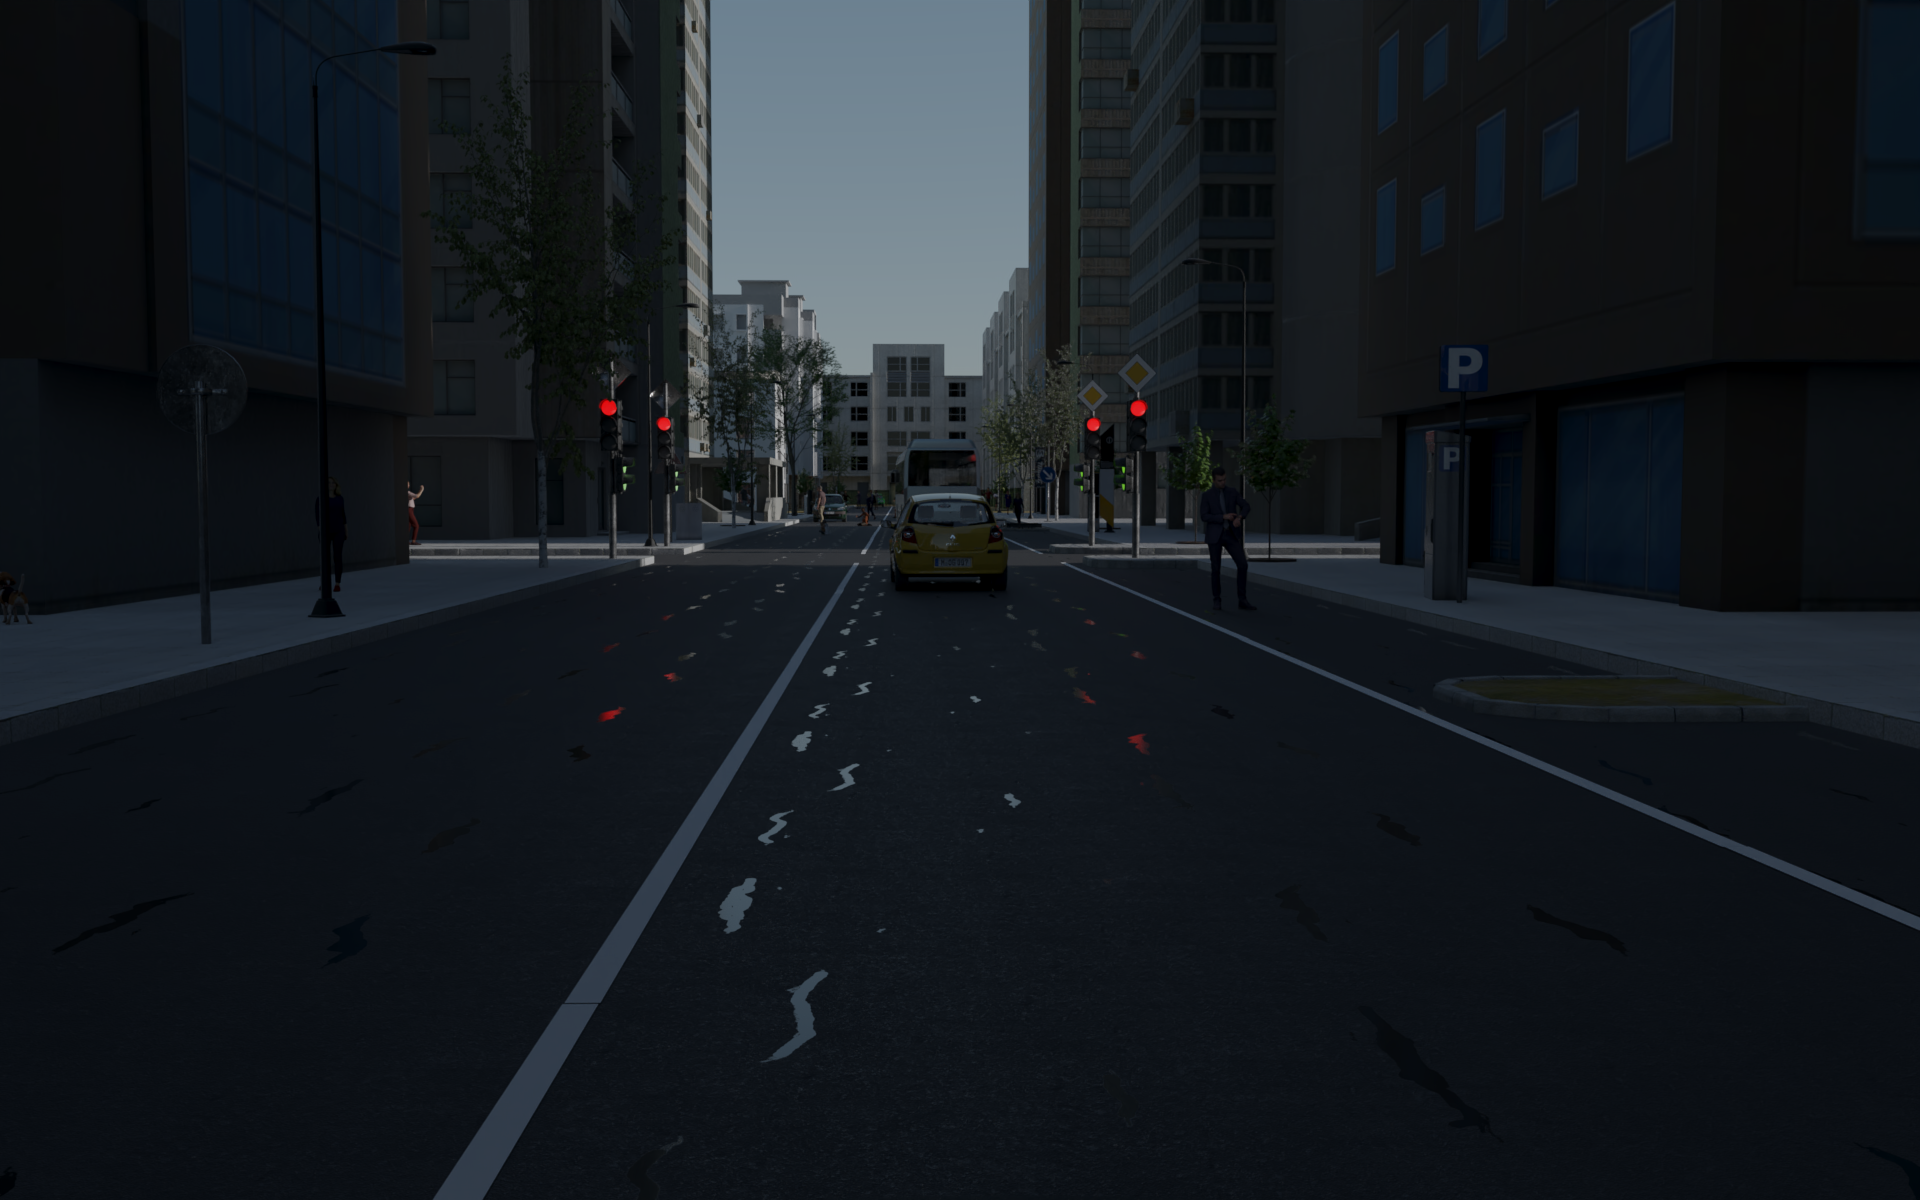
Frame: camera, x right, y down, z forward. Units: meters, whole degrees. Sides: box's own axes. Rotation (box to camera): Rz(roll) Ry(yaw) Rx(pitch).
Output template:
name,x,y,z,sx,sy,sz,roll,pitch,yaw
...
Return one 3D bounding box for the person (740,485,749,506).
name,x,y,z,sx,sy,sz,roll,pitch,yaw
person,-12.368,-5.709,99.510,0.434,1.807,0.598,3,5,45

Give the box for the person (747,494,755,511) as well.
name,x,y,z,sx,sy,sz,roll,pitch,yaw
person,-12.417,-5.634,101.341,0.799,1.438,0.628,-3,5,-41

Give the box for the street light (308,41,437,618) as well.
name,x,y,z,sx,sy,sz,roll,pitch,yaw
street light,-6.074,-2.776,17.927,1.470,5.913,1.316,0,4,-2

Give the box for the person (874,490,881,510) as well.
name,x,y,z,sx,sy,sz,roll,pitch,yaw
person,-7.520,-8.935,154.596,1.348,1.824,0.705,3,5,43

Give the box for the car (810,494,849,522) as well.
name,x,y,z,sx,sy,sz,roll,pitch,yaw
car,-6.723,-4.878,89.536,2.009,1.686,4.222,0,4,-4

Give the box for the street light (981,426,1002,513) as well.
name,x,y,z,sx,sy,sz,roll,pitch,yaw
street light,2.149,-8.886,117.834,1.470,5.913,1.316,0,4,-2

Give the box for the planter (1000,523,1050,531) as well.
name,x,y,z,sx,sy,sz,roll,pitch,yaw
planter,2.423,-2.832,67.439,1.991,0.319,1.994,0,4,-2

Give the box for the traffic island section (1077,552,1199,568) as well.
name,x,y,z,sx,sy,sz,roll,pitch,yaw
traffic island section,3.551,-0.767,34.815,2.009,0.180,2.903,0,4,-2

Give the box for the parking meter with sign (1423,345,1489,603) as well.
name,x,y,z,sx,sy,sz,roll,pitch,yaw
parking meter with sign,5.968,-1.521,21.124,0.543,3.016,1.738,0,4,6

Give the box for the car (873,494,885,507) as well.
name,x,y,z,sx,sy,sz,roll,pitch,yaw
car,-9.320,-11.261,192.905,1.959,1.807,4.718,0,4,-2

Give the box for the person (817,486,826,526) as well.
name,x,y,z,sx,sy,sz,roll,pitch,yaw
person,-6.353,-4.290,78.772,0.434,1.807,0.598,2,4,32

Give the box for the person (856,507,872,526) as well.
name,x,y,z,sx,sy,sz,roll,pitch,yaw
person,-4.377,-3.732,77.796,0.655,0.850,0.859,-3,4,-39

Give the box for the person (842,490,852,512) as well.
name,x,y,z,sx,sy,sz,roll,pitch,yaw
person,-9.057,-7.860,137.838,1.217,1.723,0.721,-3,5,-44

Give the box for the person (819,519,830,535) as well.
name,x,y,z,sx,sy,sz,roll,pitch,yaw
person,-4.772,-2.577,61.113,0.357,0.543,0.381,1,4,17

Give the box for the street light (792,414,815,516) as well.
name,x,y,z,sx,sy,sz,roll,pitch,yaw
street light,-9.095,-7.838,100.686,1.470,5.913,1.316,0,4,-2

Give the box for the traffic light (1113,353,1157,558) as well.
name,x,y,z,sx,sy,sz,roll,pitch,yaw
traffic light,3.510,-2.800,34.699,0.839,4.253,0.868,0,4,-2

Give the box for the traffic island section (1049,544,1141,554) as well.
name,x,y,z,sx,sy,sz,roll,pitch,yaw
traffic island section,3.275,-1.255,42.795,2.009,0.180,2.903,0,4,-2

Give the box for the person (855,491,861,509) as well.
name,x,y,z,sx,sy,sz,roll,pitch,yaw
person,-9.816,-9.633,166.452,0.568,1.767,0.683,1,4,19

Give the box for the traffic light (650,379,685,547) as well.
name,x,y,z,sx,sy,sz,roll,pitch,yaw
traffic light,-7.160,-3.265,42.306,0.839,4.253,0.868,0,4,-2

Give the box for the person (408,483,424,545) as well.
name,x,y,z,sx,sy,sz,roll,pitch,yaw
person,-13.753,-2.200,43.470,0.566,1.644,0.517,0,4,6

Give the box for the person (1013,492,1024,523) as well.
name,x,y,z,sx,sy,sz,roll,pitch,yaw
person,2.332,-3.565,69.333,0.480,1.512,0.613,0,4,-4

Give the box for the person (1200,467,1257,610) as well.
name,x,y,z,sx,sy,sz,roll,pitch,yaw
person,3.323,-0.760,21.369,0.683,1.767,0.568,-1,4,-11

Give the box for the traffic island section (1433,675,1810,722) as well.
name,x,y,z,sx,sy,sz,roll,pitch,yaw
traffic island section,4.342,0.672,11.876,1.991,0.108,1.994,0,4,-2

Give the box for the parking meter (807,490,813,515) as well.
name,x,y,z,sx,sy,sz,roll,pitch,yaw
parking meter,-9.417,-6.124,108.537,0.372,1.533,0.369,0,3,0

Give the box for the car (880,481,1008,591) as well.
name,x,y,z,sx,sy,sz,roll,pitch,yaw
car,-0.230,-1.038,27.195,2.015,1.641,3.980,0,4,-4

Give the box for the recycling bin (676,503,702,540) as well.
name,x,y,z,sx,sy,sz,roll,pitch,yaw
recycling bin,-7.629,-2.215,48.774,0.722,1.027,0.722,-1,4,-8

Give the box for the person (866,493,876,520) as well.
name,x,y,z,sx,sy,sz,roll,pitch,yaw
person,-5.022,-5.258,97.006,0.613,1.512,0.480,-2,4,-28

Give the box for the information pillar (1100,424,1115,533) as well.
name,x,y,z,sx,sy,sz,roll,pitch,yaw
information pillar,4.901,-4.049,57.557,0.504,3.616,0.183,1,4,19

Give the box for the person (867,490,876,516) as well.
name,x,y,z,sx,sy,sz,roll,pitch,yaw
person,-5.852,-6.445,114.695,0.431,1.722,0.655,3,5,45

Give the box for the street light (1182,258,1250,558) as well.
name,x,y,z,sx,sy,sz,roll,pitch,yaw
street light,5.065,-3.778,34.313,1.470,5.913,1.316,0,4,-2

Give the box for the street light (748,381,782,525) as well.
name,x,y,z,sx,sy,sz,roll,pitch,yaw
street light,-8.011,-6.027,71.088,1.470,5.913,1.316,0,4,-2

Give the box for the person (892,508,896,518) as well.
name,x,y,z,sx,sy,sz,roll,pitch,yaw
person,-3.644,-5.276,103.045,0.655,0.850,0.859,-1,4,-18

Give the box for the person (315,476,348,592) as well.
name,x,y,z,sx,sy,sz,roll,pitch,yaw
person,-8.343,-0.876,22.904,0.613,1.512,0.480,3,4,37

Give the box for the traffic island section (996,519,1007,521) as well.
name,x,y,z,sx,sy,sz,roll,pitch,yaw
traffic island section,1.485,-4.374,94.373,1.991,0.108,1.994,0,4,-2

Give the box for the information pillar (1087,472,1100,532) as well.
name,x,y,z,sx,sy,sz,roll,pitch,yaw
information pillar,4.527,-3.315,58.692,0.304,2.012,0.304,-3,5,-40

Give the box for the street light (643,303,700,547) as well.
name,x,y,z,sx,sy,sz,roll,pitch,yaw
street light,-7.027,-4.261,42.202,1.470,5.913,1.316,0,4,-2

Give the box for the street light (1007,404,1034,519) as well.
name,x,y,z,sx,sy,sz,roll,pitch,yaw
street light,3.105,-7.133,89.170,1.470,5.913,1.316,0,4,-2

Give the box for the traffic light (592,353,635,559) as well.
name,x,y,z,sx,sy,sz,roll,pitch,yaw
traffic light,-6.884,-2.777,34.326,0.839,4.253,0.868,0,4,-2

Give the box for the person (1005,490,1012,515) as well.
name,x,y,z,sx,sy,sz,roll,pitch,yaw
person,3.050,-6.104,108.221,0.453,1.535,0.546,-2,4,-34

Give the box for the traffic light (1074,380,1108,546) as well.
name,x,y,z,sx,sy,sz,roll,pitch,yaw
traffic light,3.235,-3.288,42.680,0.839,4.253,0.868,0,4,-2

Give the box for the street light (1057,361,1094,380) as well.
name,x,y,z,sx,sy,sz,roll,pitch,yaw
street light,4.082,-5.380,60.507,1.470,5.913,1.316,0,4,-2
